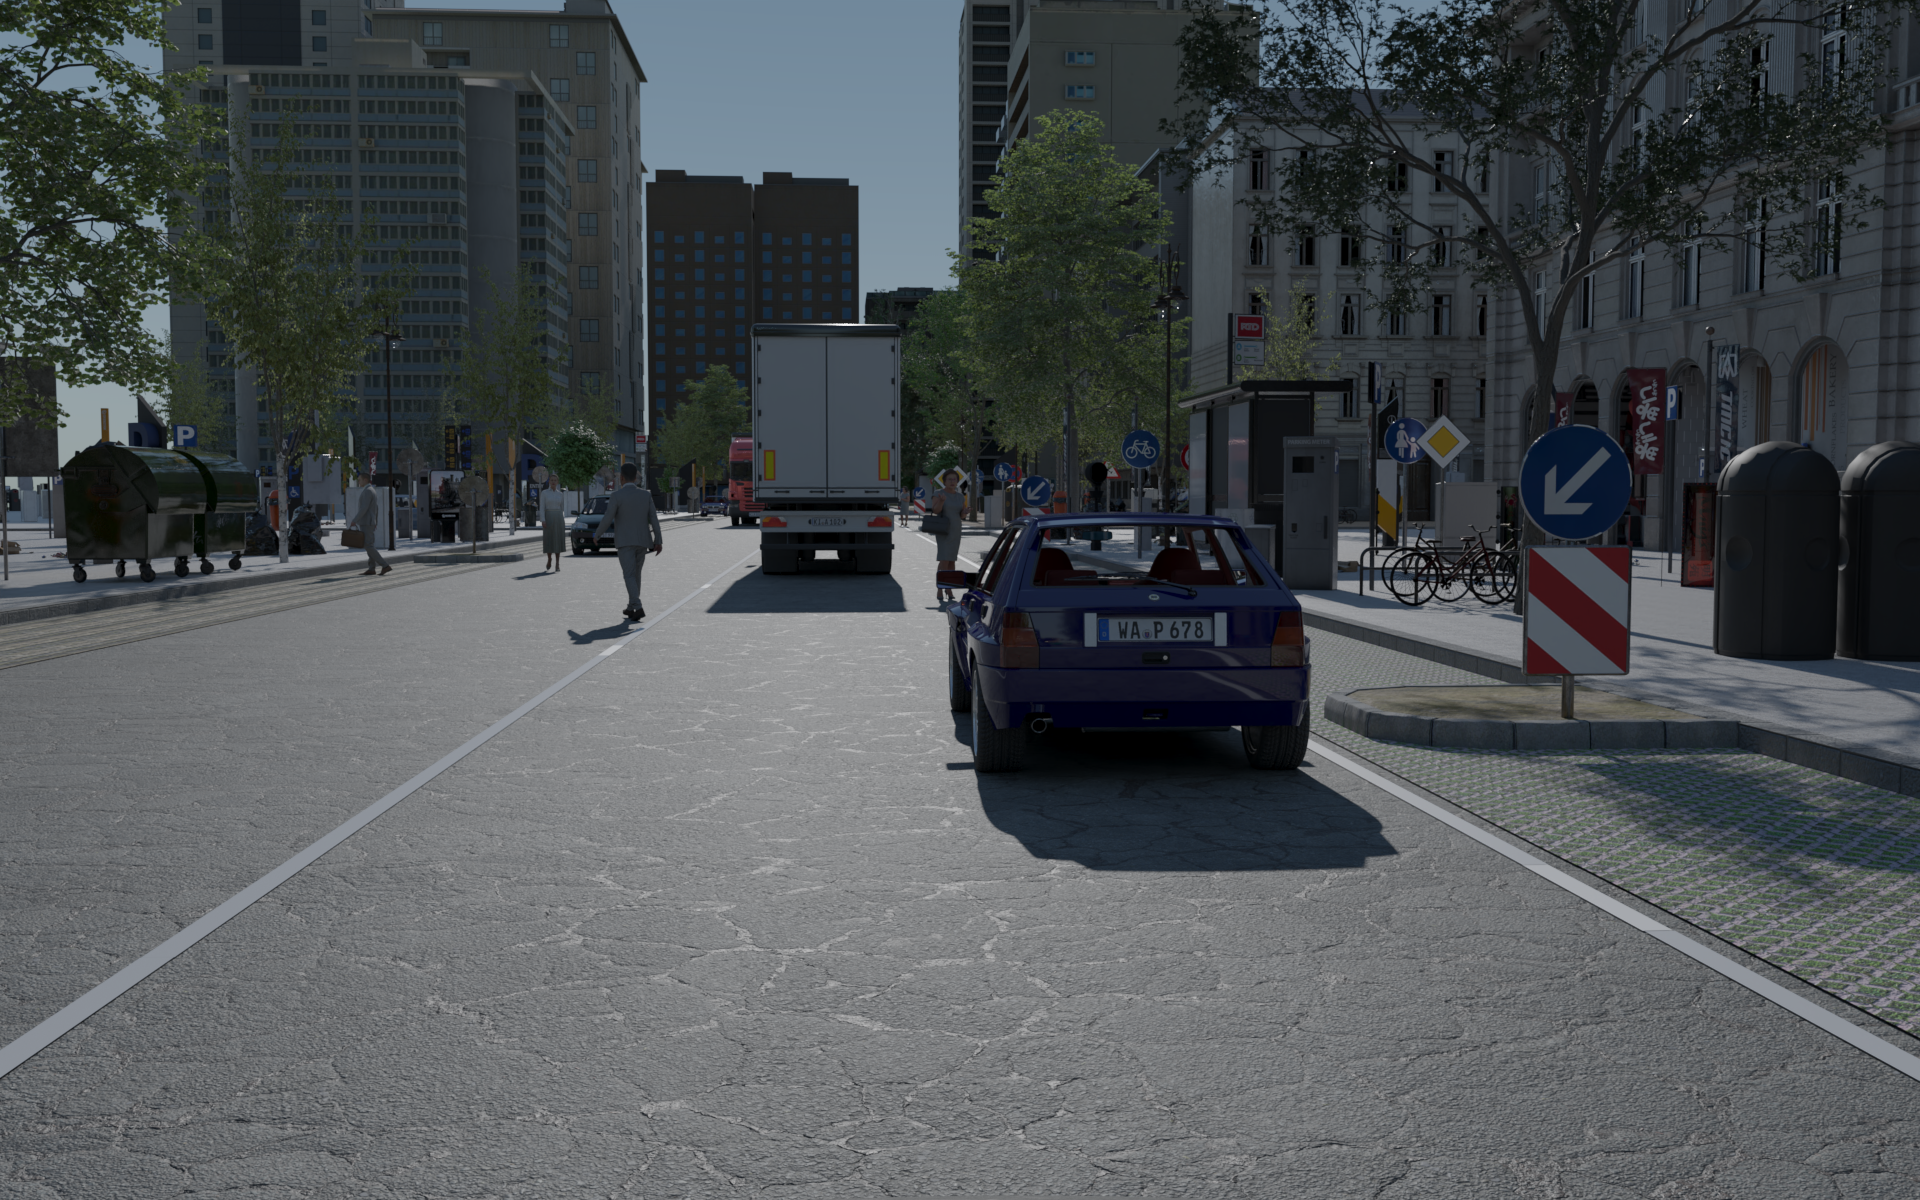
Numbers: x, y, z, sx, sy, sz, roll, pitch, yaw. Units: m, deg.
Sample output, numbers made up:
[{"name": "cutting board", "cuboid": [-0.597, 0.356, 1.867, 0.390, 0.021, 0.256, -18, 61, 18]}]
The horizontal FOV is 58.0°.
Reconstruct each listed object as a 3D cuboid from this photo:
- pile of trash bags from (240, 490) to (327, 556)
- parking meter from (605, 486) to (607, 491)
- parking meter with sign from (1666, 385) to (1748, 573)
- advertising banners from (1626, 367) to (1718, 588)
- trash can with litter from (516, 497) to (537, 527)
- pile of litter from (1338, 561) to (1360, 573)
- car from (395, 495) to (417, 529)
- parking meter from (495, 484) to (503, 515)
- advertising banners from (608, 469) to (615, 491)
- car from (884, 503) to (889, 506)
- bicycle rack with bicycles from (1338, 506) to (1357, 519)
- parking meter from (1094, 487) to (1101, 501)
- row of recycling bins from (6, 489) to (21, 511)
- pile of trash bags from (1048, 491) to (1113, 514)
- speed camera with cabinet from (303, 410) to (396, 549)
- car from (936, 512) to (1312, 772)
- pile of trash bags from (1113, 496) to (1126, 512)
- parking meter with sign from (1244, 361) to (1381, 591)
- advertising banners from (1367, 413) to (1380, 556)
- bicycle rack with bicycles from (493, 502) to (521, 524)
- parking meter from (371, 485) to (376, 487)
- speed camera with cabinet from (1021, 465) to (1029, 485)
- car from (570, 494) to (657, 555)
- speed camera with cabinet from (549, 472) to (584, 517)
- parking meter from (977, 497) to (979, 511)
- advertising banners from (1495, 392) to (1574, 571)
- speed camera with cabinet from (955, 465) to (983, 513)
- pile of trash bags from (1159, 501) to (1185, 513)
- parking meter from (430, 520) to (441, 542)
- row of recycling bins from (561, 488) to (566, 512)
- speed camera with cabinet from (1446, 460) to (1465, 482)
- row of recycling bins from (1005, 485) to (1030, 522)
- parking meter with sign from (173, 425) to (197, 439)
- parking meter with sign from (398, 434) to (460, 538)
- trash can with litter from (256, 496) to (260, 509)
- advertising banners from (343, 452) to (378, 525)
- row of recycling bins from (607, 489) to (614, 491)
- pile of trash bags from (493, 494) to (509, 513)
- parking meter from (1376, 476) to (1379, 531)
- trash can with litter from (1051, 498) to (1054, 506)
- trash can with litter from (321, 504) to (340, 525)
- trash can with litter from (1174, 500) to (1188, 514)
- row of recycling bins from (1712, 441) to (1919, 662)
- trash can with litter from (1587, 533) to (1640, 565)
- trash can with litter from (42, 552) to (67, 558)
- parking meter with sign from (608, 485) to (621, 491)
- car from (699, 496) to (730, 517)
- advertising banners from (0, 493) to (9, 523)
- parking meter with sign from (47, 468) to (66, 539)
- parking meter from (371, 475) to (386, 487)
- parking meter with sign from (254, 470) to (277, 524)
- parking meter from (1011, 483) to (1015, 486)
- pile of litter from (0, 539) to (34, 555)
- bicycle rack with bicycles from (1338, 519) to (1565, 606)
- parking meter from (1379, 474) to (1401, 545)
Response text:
[{"name": "pile of trash bags", "cuboid": [-14.826, -1.705, 37.635, 1.912, 1.369, 3.447, -1, 4, -22]}, {"name": "parking meter", "cuboid": [-22.100, -6.228, 107.543, 0.399, 1.863, 0.255, 3, 5, 40]}, {"name": "parking meter with sign", "cuboid": [12.346, -1.938, 27.952, 1.738, 3.016, 0.543, 0, 4, 5]}, {"name": "advertising banners", "cuboid": [10.209, -1.685, 23.744, 2.074, 3.025, 0.090, 1, 4, 21]}, {"name": "trash can with litter", "cuboid": [-17.032, -3.440, 67.631, 1.055, 1.170, 0.624, -1, 4, -9]}, {"name": "pile of litter", "cuboid": [6.134, -0.925, 29.094, 1.176, 0.858, 1.719, 1, 4, 12]}, {"name": "car", "cuboid": [-19.895, -3.130, 63.175, 4.499, 1.417, 2.014, 0, 4, -3]}, {"name": "parking meter", "cuboid": [-26.891, -5.826, 100.965, 0.399, 1.863, 0.255, -3, 5, -41]}, {"name": "advertising banners", "cuboid": [-18.161, -5.955, 93.549, 2.074, 3.025, 0.090, 0, 4, 7]}, {"name": "car", "cuboid": [-4.125, -3.834, 74.491, 2.131, 1.459, 4.920, 0, 4, -3]}, {"name": "bicycle rack with bicycles", "cuboid": [15.767, -3.763, 74.912, 2.925, 0.926, 2.852, 1, 4, 9]}, {"name": "parking meter", "cuboid": [9.037, -6.602, 113.658, 0.399, 1.863, 0.255, 2, 4, 29]}, {"name": "row of recycling bins", "cuboid": [-71.151, -7.481, 129.430, 1.069, 1.692, 3.534, 3, 5, 41]}, {"name": "pile of trash bags", "cuboid": [3.090, -2.404, 49.063, 1.912, 1.369, 3.447, 1, 4, 12]}, {"name": "speed camera with cabinet", "cuboid": [-14.358, -2.837, 40.726, 2.038, 3.252, 0.660, 1, 4, 9]}, {"name": "car", "cuboid": [0.849, 0.139, 10.300, 1.945, 1.354, 3.894, 0, 4, -3]}, {"name": "pile of trash bags", "cuboid": [8.146, -5.501, 99.688, 1.912, 1.369, 3.447, -2, 4, -30]}, {"name": "parking meter with sign", "cuboid": [4.713, -1.652, 23.264, 1.738, 3.016, 0.543, 1, 4, 22]}, {"name": "advertising banners", "cuboid": [8.798, -2.490, 36.898, 0.090, 3.025, 2.074, 0, 4, 8]}, {"name": "bicycle rack with bicycles", "cuboid": [-20.632, -3.808, 75.645, 2.925, 0.926, 2.852, -2, 4, -31]}, {"name": "parking meter", "cuboid": [-15.642, -2.288, 45.823, 0.372, 1.533, 0.369, 0, 3, 0]}, {"name": "speed camera with cabinet", "cuboid": [4.330, -7.557, 117.892, 0.660, 3.252, 2.038, -1, 4, -11]}, {"name": "car", "cuboid": [-8.372, -1.981, 42.178, 2.009, 1.686, 4.222, 0, 4, -3]}, {"name": "speed camera with cabinet", "cuboid": [-22.325, -6.325, 97.745, 2.038, 3.252, 0.660, -2, 4, -34]}, {"name": "parking meter", "cuboid": [1.290, -7.571, 129.496, 0.399, 1.863, 0.255, -1, 4, -18]}, {"name": "advertising banners", "cuboid": [9.744, -2.025, 29.292, 2.074, 3.025, 0.090, -3, 4, -37]}, {"name": "speed camera with cabinet", "cuboid": [0.549, -7.619, 118.906, 2.038, 3.252, 0.660, 2, 4, 32]}, {"name": "pile of trash bags", "cuboid": [7.614, -2.684, 53.640, 3.447, 1.369, 1.912, -2, 4, -35]}, {"name": "parking meter", "cuboid": [-13.996, -2.487, 46.368, 0.399, 1.863, 0.255, 3, 4, 38]}, {"name": "row of recycling bins", "cuboid": [-29.607, -7.447, 128.875, 1.069, 1.692, 3.534, -1, 4, -11]}, {"name": "speed camera with cabinet", "cuboid": [20.571, -4.685, 70.941, 0.660, 3.252, 2.038, 0, 4, -8]}, {"name": "row of recycling bins", "cuboid": [2.820, -4.440, 79.713, 1.069, 1.692, 3.534, -1, 4, -10]}, {"name": "parking meter with sign", "cuboid": [-19.902, -2.950, 44.499, 0.543, 3.016, 1.738, -2, 4, -26]}, {"name": "parking meter with sign", "cuboid": [-15.491, -3.317, 50.494, 1.738, 3.016, 0.543, -1, 4, -10]}, {"name": "trash can with litter", "cuboid": [-33.145, -4.363, 82.720, 1.055, 1.170, 0.624, 1, 4, 20]}, {"name": "advertising banners", "cuboid": [-24.492, -4.567, 70.850, 0.090, 3.025, 2.074, 1, 4, 22]}, {"name": "row of recycling bins", "cuboid": [-26.037, -7.514, 129.969, 3.534, 1.692, 1.069, 3, 4, 36]}, {"name": "pile of trash bags", "cuboid": [-32.397, -6.832, 121.459, 1.912, 1.369, 3.447, -3, 4, -37]}, {"name": "parking meter", "cuboid": [13.850, -3.159, 57.368, 0.399, 1.863, 0.255, -2, 4, -29]}, {"name": "trash can with litter", "cuboid": [4.250, -4.344, 82.414, 1.055, 1.170, 0.624, 3, 5, 45]}, {"name": "trash can with litter", "cuboid": [-27.559, -3.827, 73.630, 2.233, 1.210, 1.678, -1, 4, -19]}, {"name": "trash can with litter", "cuboid": [5.344, -1.921, 42.797, 1.055, 1.170, 0.624, 0, 4, -4]}, {"name": "row of recycling bins", "cuboid": [7.797, -0.395, 13.578, 3.534, 1.692, 1.069, 0, 4, 2]}, {"name": "trash can with litter", "cuboid": [11.919, -1.302, 32.343, 1.678, 1.210, 2.233, 0, 4, -3]}, {"name": "trash can with litter", "cuboid": [-17.804, -1.476, 35.188, 1.678, 1.210, 2.233, -3, 5, -44]}, {"name": "parking meter with sign", "cuboid": [-23.689, -7.589, 120.345, 1.738, 3.016, 0.543, 1, 4, 17]}, {"name": "car", "cuboid": [-15.516, -5.950, 109.859, 1.945, 1.354, 3.894, 0, 4, -4]}, {"name": "advertising banners", "cuboid": [-43.259, -4.916, 76.559, 2.074, 3.025, 0.090, -2, 4, -25]}, {"name": "parking meter with sign", "cuboid": [-26.155, -3.328, 50.677, 0.543, 3.016, 1.738, 0, 4, 5]}, {"name": "parking meter", "cuboid": [-17.431, -2.832, 52.018, 0.399, 1.863, 0.255, -3, 4, -38]}, {"name": "parking meter with sign", "cuboid": [-29.991, -4.821, 75.081, 1.738, 3.016, 0.543, -2, 4, -28]}, {"name": "parking meter", "cuboid": [2.856, -5.280, 92.045, 0.255, 1.863, 0.399, 0, 4, 0]}, {"name": "pile of litter", "cuboid": [-20.521, -1.393, 36.738, 1.176, 0.858, 1.719, 3, 5, 42]}, {"name": "bicycle rack with bicycles", "cuboid": [6.219, -0.462, 20.939, 2.925, 0.926, 2.852, 0, 4, -6]}, {"name": "parking meter", "cuboid": [10.791, -2.299, 43.306, 0.399, 1.863, 0.255, 0, 4, -5]}]
